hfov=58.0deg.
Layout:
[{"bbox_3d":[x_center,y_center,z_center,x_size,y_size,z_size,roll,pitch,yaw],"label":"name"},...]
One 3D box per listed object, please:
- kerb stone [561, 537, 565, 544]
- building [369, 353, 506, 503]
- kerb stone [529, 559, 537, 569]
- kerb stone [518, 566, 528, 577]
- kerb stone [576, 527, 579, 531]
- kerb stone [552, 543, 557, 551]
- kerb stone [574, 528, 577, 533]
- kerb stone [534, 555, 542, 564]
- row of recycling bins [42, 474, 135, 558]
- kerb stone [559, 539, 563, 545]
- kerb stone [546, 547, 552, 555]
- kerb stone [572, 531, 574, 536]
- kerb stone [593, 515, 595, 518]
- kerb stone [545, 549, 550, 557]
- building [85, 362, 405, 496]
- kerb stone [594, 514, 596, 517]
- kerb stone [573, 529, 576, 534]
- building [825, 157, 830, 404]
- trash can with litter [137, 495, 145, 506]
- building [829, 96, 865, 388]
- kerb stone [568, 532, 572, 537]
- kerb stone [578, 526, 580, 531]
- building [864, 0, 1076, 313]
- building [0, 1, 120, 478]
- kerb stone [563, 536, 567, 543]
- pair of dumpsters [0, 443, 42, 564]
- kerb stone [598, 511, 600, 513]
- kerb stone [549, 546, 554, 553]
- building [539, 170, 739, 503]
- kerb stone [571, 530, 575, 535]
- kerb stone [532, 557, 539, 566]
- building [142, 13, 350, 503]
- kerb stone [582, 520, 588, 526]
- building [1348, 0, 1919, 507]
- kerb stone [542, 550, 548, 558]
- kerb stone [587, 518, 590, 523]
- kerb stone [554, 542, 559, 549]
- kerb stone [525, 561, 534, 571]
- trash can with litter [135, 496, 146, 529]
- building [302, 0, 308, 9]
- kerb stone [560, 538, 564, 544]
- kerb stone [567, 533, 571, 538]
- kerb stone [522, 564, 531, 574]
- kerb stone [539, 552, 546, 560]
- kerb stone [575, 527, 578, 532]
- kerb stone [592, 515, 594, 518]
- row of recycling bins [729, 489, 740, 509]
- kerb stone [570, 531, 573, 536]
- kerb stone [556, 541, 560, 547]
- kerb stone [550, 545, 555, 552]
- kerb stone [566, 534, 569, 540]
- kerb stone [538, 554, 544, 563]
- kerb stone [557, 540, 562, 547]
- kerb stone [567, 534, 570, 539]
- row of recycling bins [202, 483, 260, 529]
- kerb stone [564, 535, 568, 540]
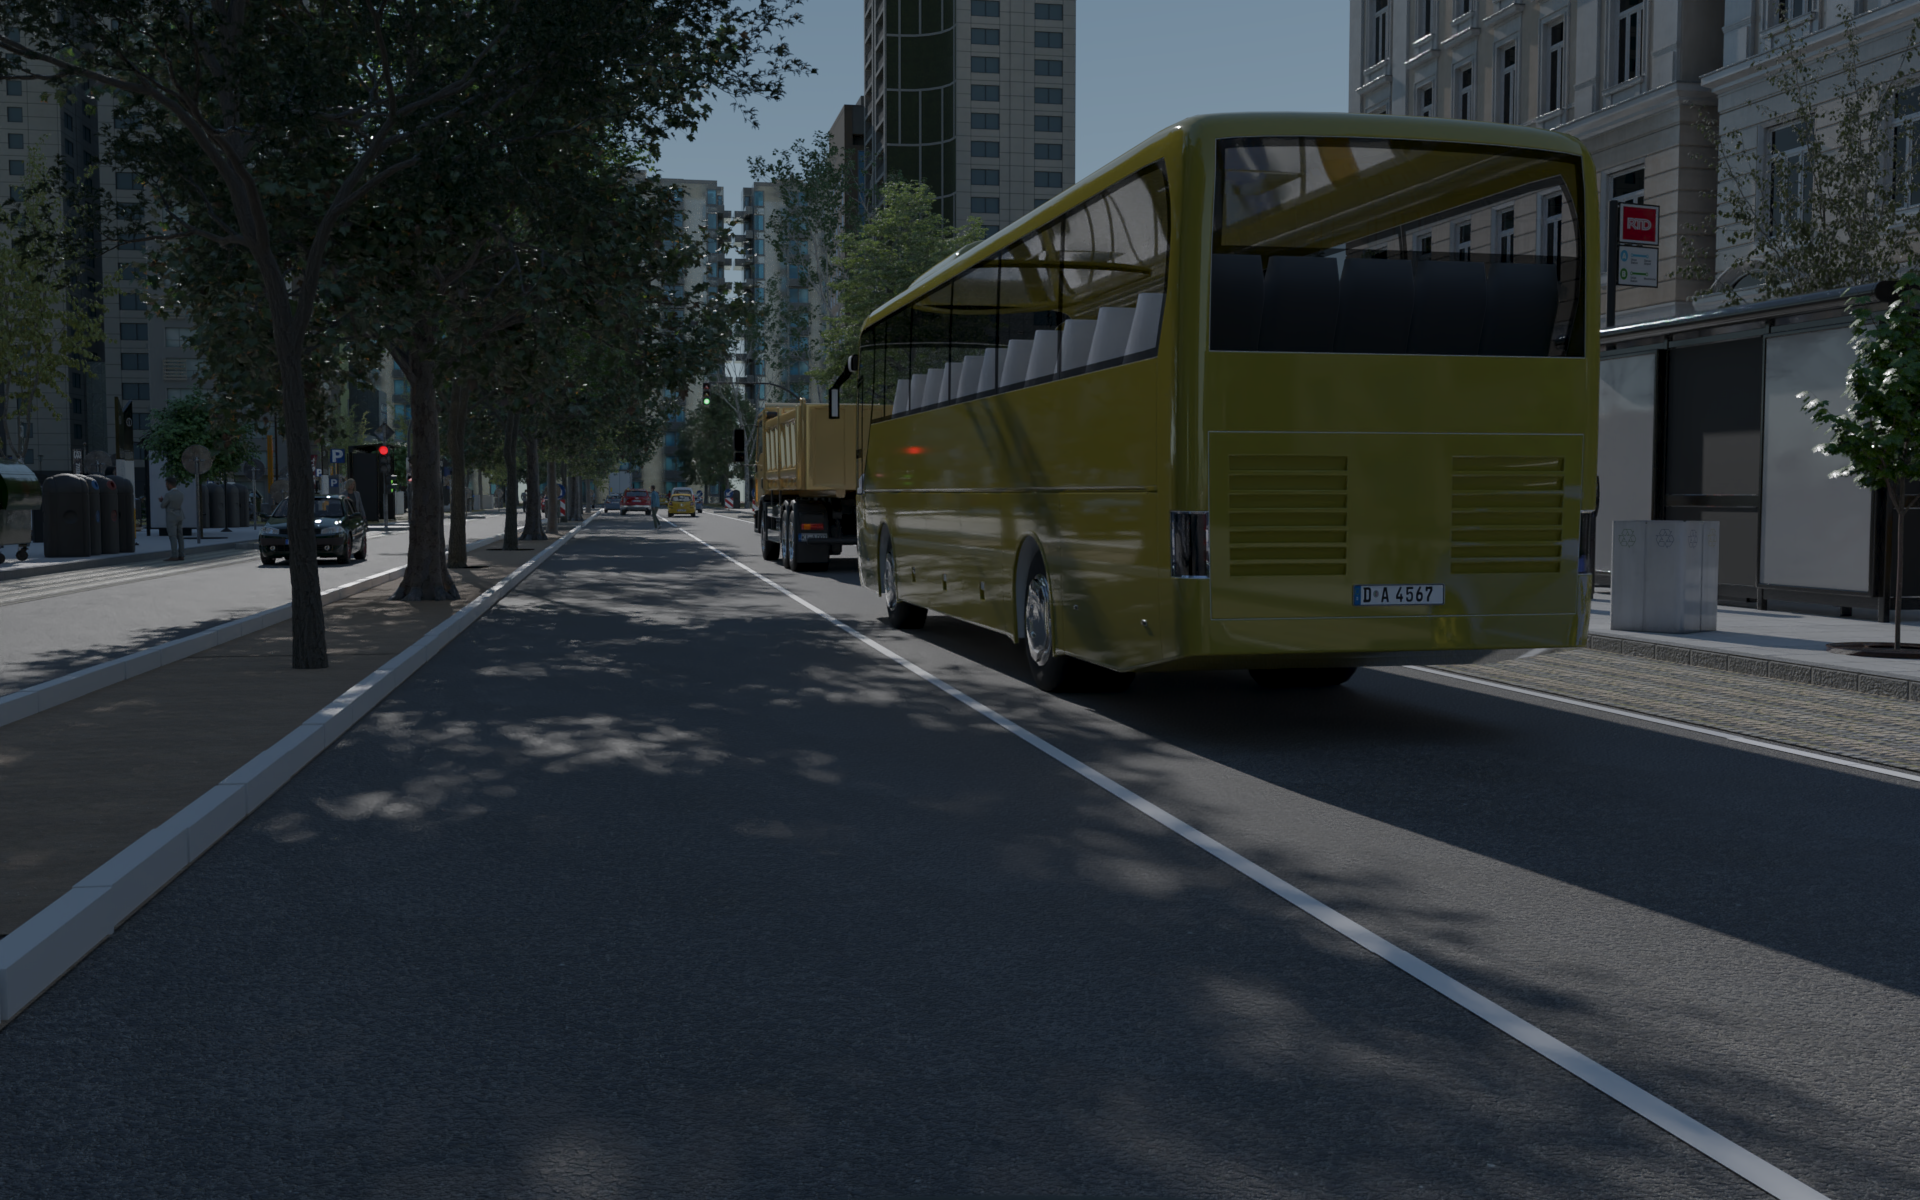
[{"bbox_3d":[-11.188,-1.603,48.434,0.120,0.150,1.000,-1,4,-11],"label":"kerb stone"},{"bbox_3d":[-79.770,-38.670,251.863,30.456,49.044,23.786,-1,4,-11],"label":"building"},{"bbox_3d":[-8.036,-0.619,32.331,0.120,0.150,1.000,-1,4,-11],"label":"kerb stone"},{"bbox_3d":[-7.453,-0.436,29.321,0.120,0.150,1.000,-1,4,-11],"label":"kerb stone"},{"bbox_3d":[-13.931,-2.466,62.540,0.120,0.150,1.000,-1,4,-11],"label":"kerb stone"},{"bbox_3d":[-10.000,-1.235,42.392,0.120,0.150,1.000,-1,4,-11],"label":"kerb stone"},{"bbox_3d":[-13.545,-2.340,60.531,0.120,0.150,1.000,-1,4,-11],"label":"kerb stone"},{"bbox_3d":[-8.431,-0.743,34.351,0.120,0.150,1.000,-1,4,-11],"label":"kerb stone"},{"bbox_3d":[-18.394,-1.800,36.538,1.069,1.692,3.534,0,4,-7],"label":"row of recycling bins"},{"bbox_3d":[-10.792,-1.482,46.418,0.120,0.150,1.000,-1,4,-11],"label":"kerb stone"},{"bbox_3d":[-9.414,-1.051,39.375,0.120,0.150,1.000,-1,4,-11],"label":"kerb stone"},{"bbox_3d":[-12.755,-2.098,56.502,0.120,0.150,1.000,-1,4,-11],"label":"kerb stone"},{"bbox_3d":[-20.517,-4.527,96.229,0.120,0.150,1.000,-1,4,-11],"label":"kerb stone"},{"bbox_3d":[-9.222,-0.989,38.371,0.120,0.150,1.000,-1,4,-11],"label":"kerb stone"},{"bbox_3d":[-79.649,-53.745,191.408,31.000,86.520,22.319,-1,4,-11],"label":"building"},{"bbox_3d":[-21.098,-4.713,99.252,0.120,0.150,1.000,-1,4,-11],"label":"kerb stone"},{"bbox_3d":[-13.146,-2.216,58.512,0.120,0.150,1.000,-1,4,-11],"label":"kerb stone"},{"bbox_3d":[-9.497,-32.232,210.586,14.154,41.232,14.086,-1,4,-11],"label":"building"},{"bbox_3d":[-64.556,-7.633,136.183,0.624,1.170,1.055,2,4,26],"label":"trash can with litter"},{"bbox_3d":[-7.089,-33.421,196.548,14.600,45.320,14.200,-1,4,-11],"label":"building"},{"bbox_3d":[-12.361,-1.971,54.488,0.120,0.150,1.000,-1,4,-11],"label":"kerb stone"},{"bbox_3d":[-14.325,-2.590,64.547,0.120,0.150,1.000,-1,4,-11],"label":"kerb stone"},{"bbox_3d":[-0.566,-45.318,179.203,20.563,71.187,20.611,-1,4,-11],"label":"building"},{"bbox_3d":[-105.204,-45.849,187.877,20.611,71.187,20.563,-1,4,-11],"label":"building"},{"bbox_3d":[-11.376,-1.667,49.447,0.120,0.150,1.000,-1,4,-11],"label":"kerb stone"},{"bbox_3d":[-17.950,-1.744,31.006,1.574,2.255,4.437,-1,4,-11],"label":"pair of dumpsters"},{"bbox_3d":[-24.241,-5.695,115.349,0.120,0.150,1.000,-1,4,-11],"label":"kerb stone"},{"bbox_3d":[-9.611,-1.112,40.381,0.120,0.150,1.000,-1,4,-11],"label":"kerb stone"},{"bbox_3d":[-49.491,-39.037,257.856,30.456,49.044,23.786,-1,4,-11],"label":"building"},{"bbox_3d":[-12.955,-2.160,57.504,0.120,0.150,1.000,-1,4,-11],"label":"kerb stone"},{"bbox_3d":[-8.238,-0.677,33.344,0.120,0.150,1.000,-1,4,-11],"label":"kerb stone"},{"bbox_3d":[-62.096,-28.622,151.564,14.154,41.232,14.086,-1,4,-11],"label":"building"},{"bbox_3d":[-16.970,-3.421,78.121,0.120,0.150,1.000,-1,4,-11],"label":"kerb stone"},{"bbox_3d":[21.197,-16.232,51.305,13.634,28.700,20.117,-1,4,-11],"label":"building"},{"bbox_3d":[-9.025,-0.928,37.368,0.120,0.150,1.000,-1,4,-11],"label":"kerb stone"},{"bbox_3d":[-18.160,-3.790,84.163,0.120,0.150,1.000,-1,4,-11],"label":"kerb stone"},{"bbox_3d":[-10.201,-1.297,43.394,0.120,0.150,1.000,-1,4,-11],"label":"kerb stone"},{"bbox_3d":[-7.839,-0.559,31.328,0.120,0.150,1.000,-1,4,-11],"label":"kerb stone"},{"bbox_3d":[-30.636,-3.202,63.406,1.678,1.210,2.233,2,4,28],"label":"trash can with litter"},{"bbox_3d":[-69.494,-44.616,167.722,20.563,71.187,20.611,-1,4,-11],"label":"building"},{"bbox_3d":[-10.986,-1.543,47.426,0.120,0.150,1.000,-1,4,-11],"label":"kerb stone"},{"bbox_3d":[-12.170,-1.913,53.481,0.120,0.150,1.000,-1,4,-11],"label":"kerb stone"},{"bbox_3d":[-7.651,-0.497,30.323,0.120,0.150,1.000,-1,4,-11],"label":"kerb stone"},{"bbox_3d":[-8.822,-0.867,36.364,0.120,0.150,1.000,-1,4,-11],"label":"kerb stone"},{"bbox_3d":[-13.737,-2.406,61.537,0.120,0.150,1.000,-1,4,-11],"label":"kerb stone"},{"bbox_3d":[-20.114,-4.402,94.212,0.120,0.150,1.000,-1,4,-11],"label":"kerb stone"},{"bbox_3d":[-19.695,-8.831,151.504,1.069,1.692,3.534,-1,4,-10],"label":"row of recycling bins"},{"bbox_3d":[-12.555,-2.036,55.492,0.120,0.150,1.000,-1,4,-11],"label":"kerb stone"},{"bbox_3d":[-10.392,-1.355,44.401,0.120,0.150,1.000,-1,4,-11],"label":"kerb stone"},{"bbox_3d":[-9.809,-1.174,41.388,0.120,0.150,1.000,-1,4,-11],"label":"kerb stone"},{"bbox_3d":[-11.778,-1.790,51.470,0.120,0.150,1.000,-1,4,-11],"label":"kerb stone"},{"bbox_3d":[-8.637,-0.805,35.359,0.120,0.150,1.000,-1,4,-11],"label":"kerb stone"},{"bbox_3d":[-10.589,-1.420,45.415,0.120,0.150,1.000,-1,4,-11],"label":"kerb stone"},{"bbox_3d":[-11.972,-1.848,52.476,0.120,0.150,1.000,-1,4,-11],"label":"kerb stone"},{"bbox_3d":[-28.173,-3.591,65.818,1.069,1.692,3.534,1,4,9],"label":"row of recycling bins"},{"bbox_3d":[-11.570,-1.728,50.454,0.120,0.150,1.000,-1,4,-11],"label":"kerb stone"}]
